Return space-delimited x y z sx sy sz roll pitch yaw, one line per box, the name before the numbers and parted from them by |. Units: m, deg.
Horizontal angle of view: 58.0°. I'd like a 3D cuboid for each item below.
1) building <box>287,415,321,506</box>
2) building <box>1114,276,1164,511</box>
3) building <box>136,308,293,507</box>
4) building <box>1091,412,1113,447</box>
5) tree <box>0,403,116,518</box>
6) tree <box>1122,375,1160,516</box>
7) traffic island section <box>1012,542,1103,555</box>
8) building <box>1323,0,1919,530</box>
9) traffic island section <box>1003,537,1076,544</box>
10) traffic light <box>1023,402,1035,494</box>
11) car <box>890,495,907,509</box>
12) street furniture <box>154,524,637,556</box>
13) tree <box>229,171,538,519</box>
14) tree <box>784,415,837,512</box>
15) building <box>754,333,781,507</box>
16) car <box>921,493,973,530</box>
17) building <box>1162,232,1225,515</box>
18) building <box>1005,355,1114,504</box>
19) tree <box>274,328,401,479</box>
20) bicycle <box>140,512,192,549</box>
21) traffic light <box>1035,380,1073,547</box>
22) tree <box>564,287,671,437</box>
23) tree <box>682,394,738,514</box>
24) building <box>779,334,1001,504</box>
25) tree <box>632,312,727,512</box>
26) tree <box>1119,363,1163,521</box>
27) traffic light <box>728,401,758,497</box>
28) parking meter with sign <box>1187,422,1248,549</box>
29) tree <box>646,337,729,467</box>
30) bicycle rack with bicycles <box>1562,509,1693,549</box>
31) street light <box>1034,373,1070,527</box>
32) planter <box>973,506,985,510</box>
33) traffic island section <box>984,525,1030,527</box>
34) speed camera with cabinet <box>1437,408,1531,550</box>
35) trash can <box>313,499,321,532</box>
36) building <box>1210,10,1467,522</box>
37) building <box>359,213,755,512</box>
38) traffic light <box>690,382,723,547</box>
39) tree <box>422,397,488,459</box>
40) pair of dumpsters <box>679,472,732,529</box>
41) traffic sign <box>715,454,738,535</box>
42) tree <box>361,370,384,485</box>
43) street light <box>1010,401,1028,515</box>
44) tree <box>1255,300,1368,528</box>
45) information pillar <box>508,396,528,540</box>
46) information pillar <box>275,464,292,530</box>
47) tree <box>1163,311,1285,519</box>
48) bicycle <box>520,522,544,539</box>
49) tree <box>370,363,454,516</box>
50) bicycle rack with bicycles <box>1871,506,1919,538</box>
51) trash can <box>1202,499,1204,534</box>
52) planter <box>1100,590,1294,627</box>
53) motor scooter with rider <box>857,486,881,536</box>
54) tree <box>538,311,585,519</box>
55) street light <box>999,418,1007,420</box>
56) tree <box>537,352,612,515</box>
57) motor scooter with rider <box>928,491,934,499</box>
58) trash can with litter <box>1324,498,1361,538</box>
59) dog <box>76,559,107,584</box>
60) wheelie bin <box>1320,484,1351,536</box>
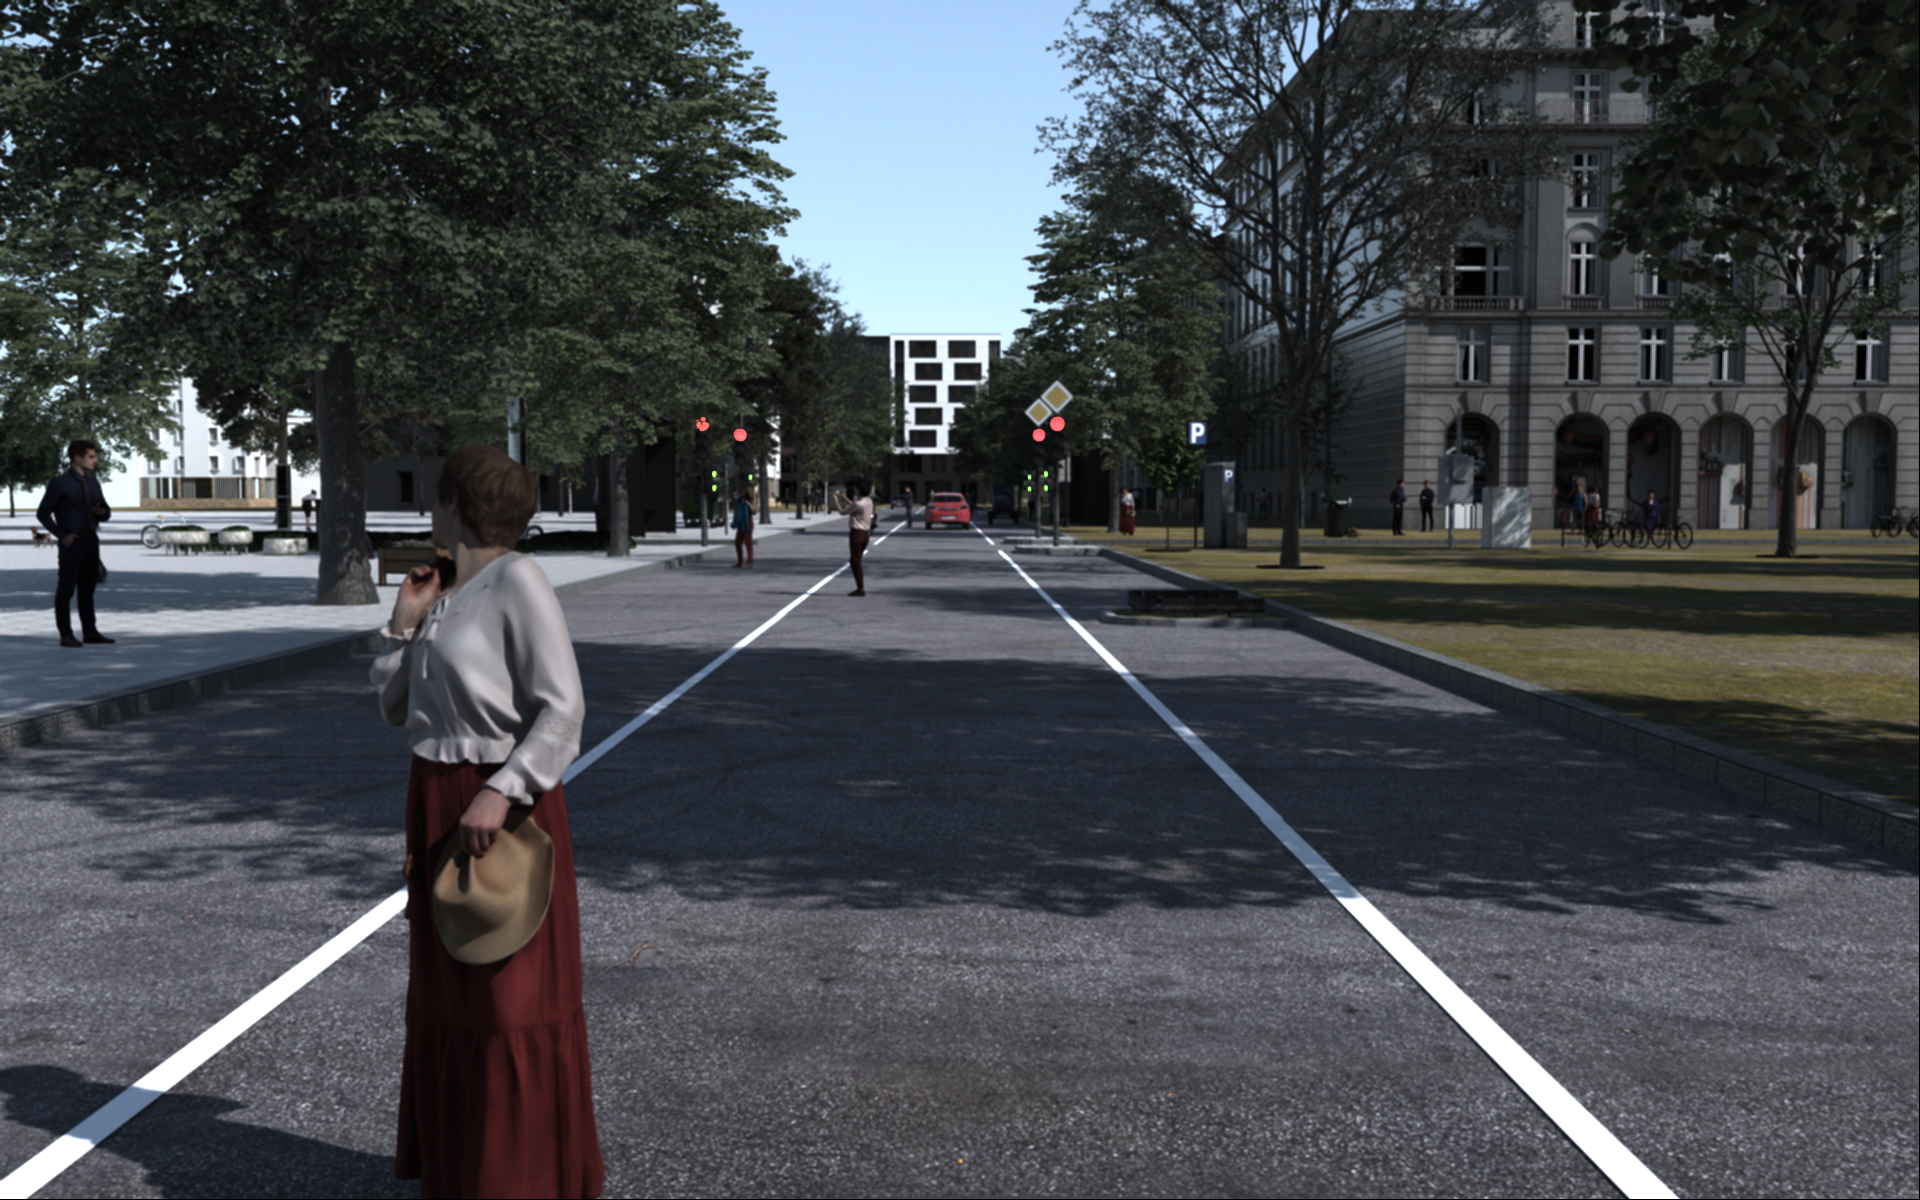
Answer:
building | -56.892 -14.872 185.301 28.070 9.664 9.099 0 4 -1
building | 23.214 -17.150 146.858 16.747 18.905 31.486 0 4 -1
building | -76.863 -19.838 180.769 11.380 20.091 16.016 0 4 -1
building | 18.994 -14.383 177.311 9.099 9.664 28.070 0 4 -1
tree | -55.820 -8.421 100.591 20.602 7.101 11.467 2 4 34
tree | 11.630 -9.262 101.803 4.360 8.622 3.978 0 3 0
traffic island section | 2.378 -1.231 42.414 2.009 0.180 2.903 0 4 -1
building | 27.319 -13.794 67.338 24.055 21.916 13.314 0 4 -1
traffic island section | 2.295 -1.720 50.399 2.009 0.180 2.903 0 4 -1
traffic light | 2.254 -3.733 50.286 0.839 4.213 0.868 0 4 -1
car | -5.790 -9.439 166.905 1.945 1.354 3.894 0 4 -1
street furniture | -12.419 -1.383 38.232 10.072 0.657 5.734 0 3 0
tree | -19.109 -7.855 54.178 9.928 11.665 9.643 0 3 0
tree | -10.528 -10.586 123.450 4.360 8.622 3.978 0 3 0
building | -25.000 -19.938 182.400 11.380 20.091 16.016 0 4 -1
car | -0.526 -3.770 70.686 2.155 1.783 4.494 0 4 -2
building | 19.410 -15.377 116.045 10.561 19.102 19.286 0 4 -1
building | 21.468 -22.163 228.815 31.486 18.905 16.747 0 4 -1
tree | -32.101 -10.172 88.374 6.751 12.117 7.091 0 3 0
bicycle | -18.544 -1.680 40.696 1.543 0.972 0.635 0 3 0
traffic light | 2.338 -3.245 42.301 0.839 4.213 0.868 0 4 -1
tree | -11.900 -6.762 60.920 4.360 8.622 3.978 0 3 0
tree | -13.967 -9.265 101.848 4.737 8.622 4.395 0 3 0
building | -11.226 -23.871 234.260 32.646 21.610 27.936 0 4 -1
tree | -19.445 -13.054 120.852 7.806 13.903 7.818 0 3 0
tree | 9.775 -8.060 82.137 4.737 8.622 4.395 0 3 0
traffic light | -6.306 -3.727 50.181 0.839 4.213 0.868 0 4 -1
parking meter with sign | 6.146 -2.744 41.132 0.543 3.016 1.738 -2 4 -32
tree | -16.541 -11.348 111.291 9.928 11.665 9.643 0 3 0
bicycle rack with bicycles | 15.673 -1.707 41.286 2.852 0.926 2.925 0 4 -5
street light | 3.551 -5.760 66.718 1.470 5.913 1.316 0 4 -1
planter | 1.228 -8.016 152.207 1.991 0.319 1.994 0 4 -1
traffic island section | 2.028 -3.223 75.563 1.991 0.108 1.994 0 4 -1
speed camera with cabinet | 12.182 -2.807 40.232 2.038 3.252 0.660 0 4 -3
trash can | -18.227 -2.338 49.882 0.748 1.137 0.748 0 3 0
building | 23.480 -15.783 91.343 16.112 22.955 30.059 0 4 -1
building | -32.546 -18.199 141.531 27.936 21.610 32.646 0 4 -1
traffic light | -6.223 -3.239 42.196 0.839 4.213 0.868 0 4 -1
tree | -34.582 -10.307 118.885 4.737 8.622 4.395 0 3 0
pair of dumpsters | -9.766 -3.909 66.402 1.574 2.255 4.436 0 4 0
traffic sign | -7.370 -3.330 54.555 0.768 2.556 0.104 1 4 9
tree | -33.808 -8.908 96.013 4.360 8.622 3.978 0 3 0
street light | 3.387 -6.954 86.239 1.470 5.913 1.316 0 4 -1
tree | 12.924 -6.992 64.674 4.360 8.622 3.978 0 3 0
information pillar | -10.773 -3.112 42.201 0.184 3.620 1.656 -2 4 -24
information pillar | -16.637 -2.332 42.620 0.304 2.012 0.304 -1 4 -10
tree | 11.086 -7.347 70.489 4.737 8.622 4.395 0 3 0
bicycle | -10.005 -1.600 39.382 0.635 0.972 1.543 2 4 34
tree | -31.974 -10.323 103.196 8.767 10.594 7.601 0 4 8
bicycle rack with bicycles | 28.057 -2.295 50.907 2.925 0.926 2.852 -1 4 -14
trash can | 7.836 -2.560 53.506 0.748 1.137 0.748 0 3 0
planter | 2.609 0.092 19.643 1.991 0.319 1.994 0 4 -1
motor scooter with rider | -3.123 -3.055 58.917 0.876 1.779 1.986 0 4 1
tree | -22.415 -10.063 90.281 9.928 11.665 9.643 0 3 0
street light | 3.080 -8.133 105.515 1.470 5.913 1.316 0 4 -1
tree | -16.231 -7.732 76.779 4.737 8.622 4.395 0 3 0
motor scooter with rider | -2.338 -8.648 150.353 0.876 1.779 1.986 0 4 1
trash can with litter | 11.322 -2.436 51.213 1.055 1.170 0.624 0 4 4
dog | -12.562 -0.647 24.963 0.800 0.831 0.513 3 5 43
wheelie bin | 11.467 -2.762 53.070 0.980 1.594 0.693 -1 4 -14
